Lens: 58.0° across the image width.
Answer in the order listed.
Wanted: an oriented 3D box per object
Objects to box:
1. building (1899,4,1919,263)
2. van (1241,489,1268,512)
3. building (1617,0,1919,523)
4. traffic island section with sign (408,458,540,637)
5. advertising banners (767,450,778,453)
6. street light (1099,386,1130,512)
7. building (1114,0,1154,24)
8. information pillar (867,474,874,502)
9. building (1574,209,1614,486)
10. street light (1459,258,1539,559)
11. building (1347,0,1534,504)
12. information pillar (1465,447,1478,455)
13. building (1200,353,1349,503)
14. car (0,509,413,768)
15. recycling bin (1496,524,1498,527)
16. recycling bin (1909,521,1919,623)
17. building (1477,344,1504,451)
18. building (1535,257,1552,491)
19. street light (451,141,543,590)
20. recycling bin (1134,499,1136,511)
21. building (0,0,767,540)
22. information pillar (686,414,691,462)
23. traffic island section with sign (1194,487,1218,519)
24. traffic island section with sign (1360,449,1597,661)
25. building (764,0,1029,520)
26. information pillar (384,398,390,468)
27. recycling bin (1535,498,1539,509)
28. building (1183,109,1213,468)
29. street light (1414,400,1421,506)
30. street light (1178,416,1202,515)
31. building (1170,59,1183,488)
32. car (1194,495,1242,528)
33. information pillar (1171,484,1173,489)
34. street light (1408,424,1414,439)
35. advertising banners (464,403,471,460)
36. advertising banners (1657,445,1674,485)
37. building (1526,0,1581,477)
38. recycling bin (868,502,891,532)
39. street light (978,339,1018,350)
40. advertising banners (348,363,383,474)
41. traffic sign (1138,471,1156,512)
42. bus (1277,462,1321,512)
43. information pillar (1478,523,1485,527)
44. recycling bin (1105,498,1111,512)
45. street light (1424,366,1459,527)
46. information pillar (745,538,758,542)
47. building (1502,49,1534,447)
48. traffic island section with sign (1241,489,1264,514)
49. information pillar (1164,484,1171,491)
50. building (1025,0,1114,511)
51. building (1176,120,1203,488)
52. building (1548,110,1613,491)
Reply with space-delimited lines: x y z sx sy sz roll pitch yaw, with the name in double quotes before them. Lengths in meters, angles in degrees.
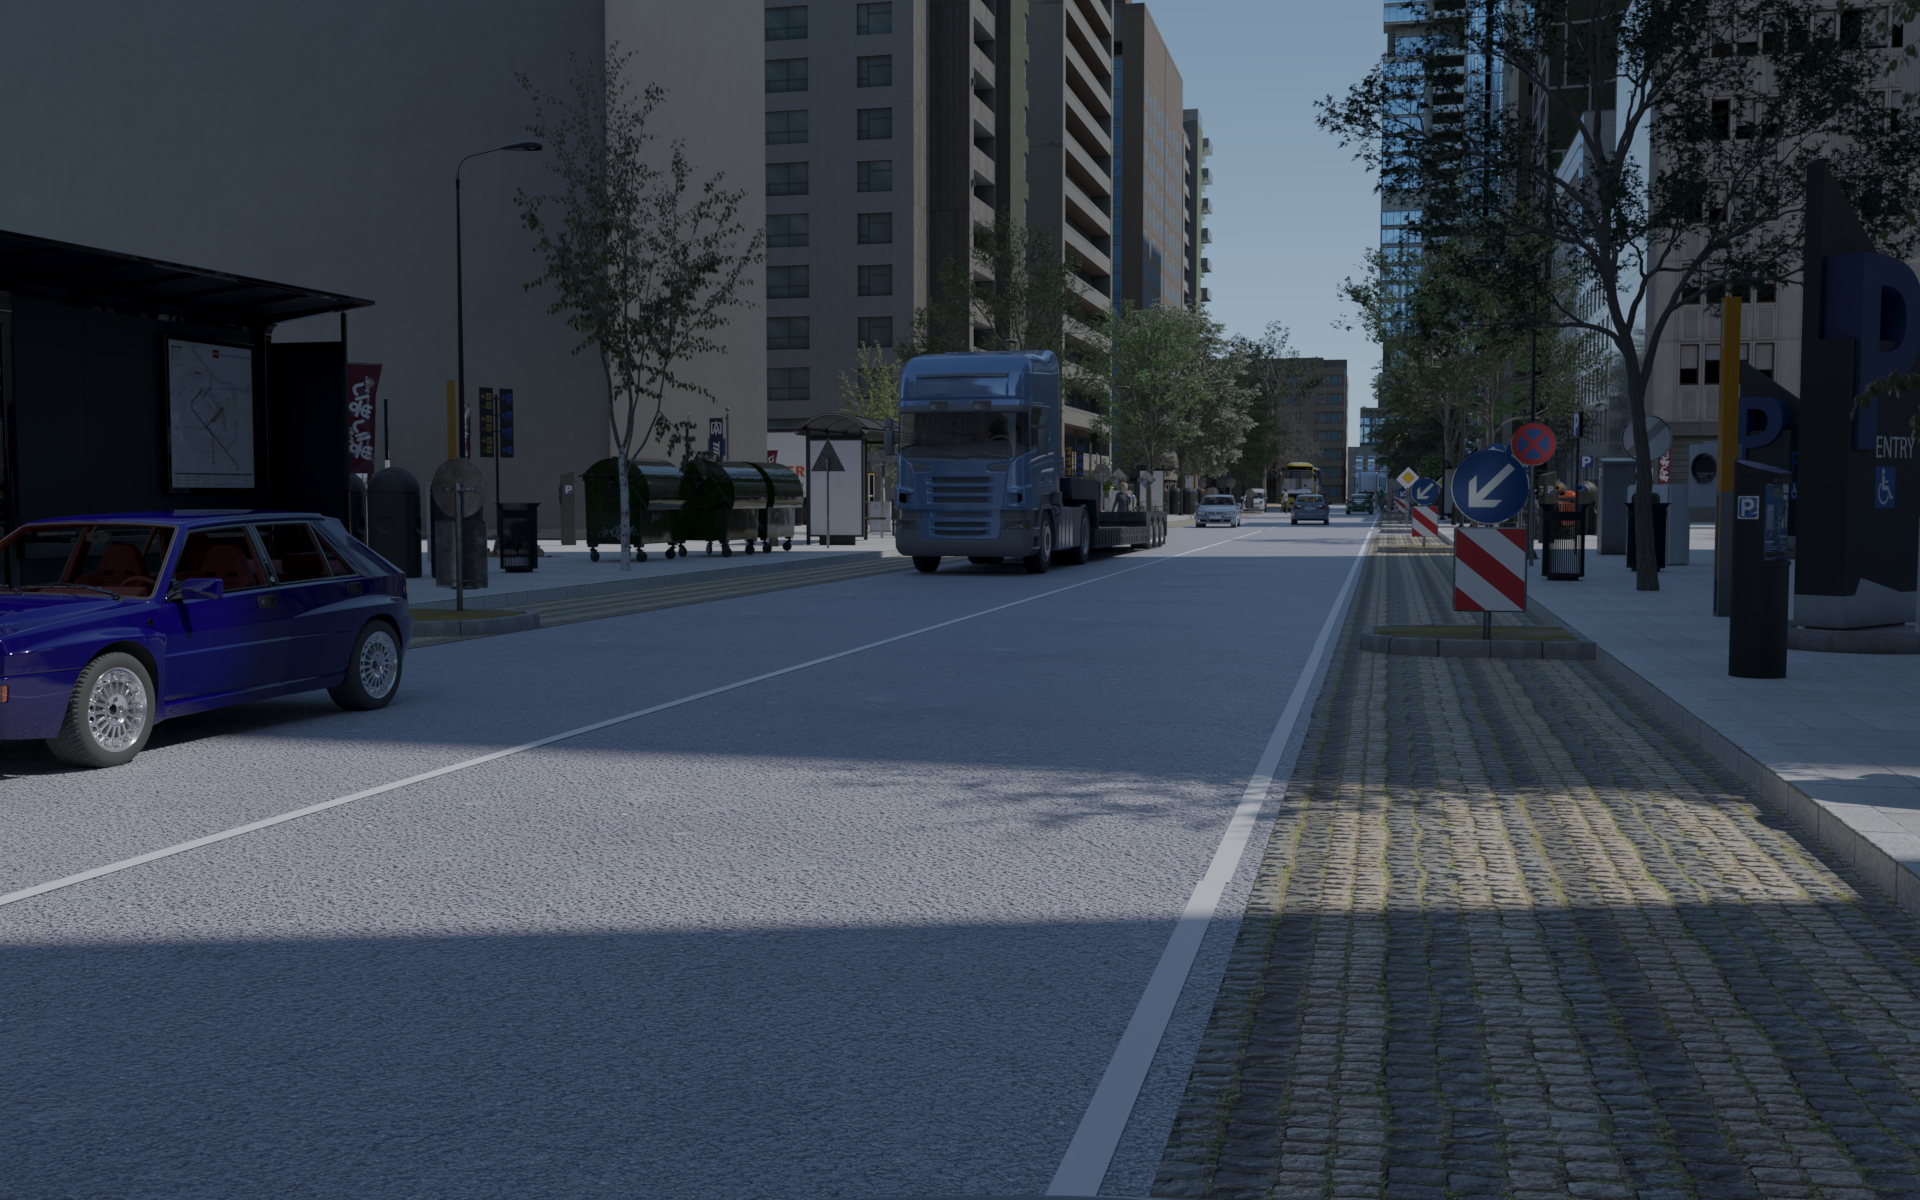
"building" 31.931 -26.580 23.819 28.713 52.752 27.495 1 4 14
"van" 22.769 -7.752 133.763 2.013 2.044 4.112 1 4 14
"building" 41.421 -16.017 79.897 19.932 24.808 12.078 1 4 14
"traffic island section with sign" -5.558 -0.588 18.239 1.989 1.847 2.006 1 4 14
"advertising banners" -8.243 -4.445 68.857 2.074 3.025 0.090 0 4 6
"street light" 6.610 -6.253 74.774 1.470 5.913 1.316 1 4 14
"building" 10.803 -31.066 158.045 14.600 45.320 14.200 1 4 14
"information pillar" -3.298 -3.546 62.469 0.304 2.012 0.304 3 4 38
"building" 41.080 -14.845 97.468 10.420 20.320 16.860 1 4 14
"street light" 10.714 -3.766 34.113 1.470 5.913 1.316 1 4 14
"building" 70.341 -56.713 239.931 31.000 86.520 22.319 1 4 14
"information pillar" 25.396 -5.776 85.784 0.504 3.616 0.183 2 4 26
"building" 41.542 -24.931 252.660 28.899 21.520 27.650 1 4 14
"car" -4.976 0.132 10.427 1.945 1.354 3.894 1 4 13
"recycling bin" 15.925 -2.377 51.416 0.722 1.027 0.722 2 4 35
"recycling bin" 9.302 -0.255 16.725 0.722 1.027 0.722 -1 4 -18
"building" 72.182 -21.165 191.082 27.650 21.520 28.899 1 4 14
"building" 51.100 -18.548 132.940 12.332 23.373 15.834 1 4 14
"street light" -6.159 -3.090 23.058 1.470 5.913 1.316 1 4 14
"recycling bin" 10.289 -5.713 105.964 0.722 1.027 0.722 -3 4 -36
"building" -19.518 -16.102 56.768 24.014 27.812 14.314 1 4 14
"information pillar" -7.894 -3.608 50.348 0.183 3.616 0.504 0 4 -3
"traffic island section with sign" 14.599 -5.580 99.861 1.989 1.847 2.006 1 4 14
"traffic island section with sign" 4.718 -0.447 15.944 1.989 1.847 2.006 1 4 14
"building" -4.641 -19.578 91.807 14.160 30.474 14.107 1 4 14
"information pillar" -14.080 -3.134 42.590 0.183 3.616 0.504 -1 4 -16
"recycling bin" 25.950 -3.997 77.900 0.722 1.027 0.722 0 4 3
"building" 14.431 -35.983 207.935 30.456 49.044 23.786 1 4 14
"street light" 23.181 -6.884 85.086 1.470 5.913 1.316 1 4 14
"street light" 13.798 -8.029 103.820 1.470 5.913 1.316 1 4 14
"building" 14.280 -31.929 172.154 14.600 45.320 14.200 1 4 14
"car" 11.195 -3.851 74.966 2.014 1.417 4.499 1 4 12
"information pillar" 15.729 -7.650 129.574 0.304 2.012 0.304 3 5 43
"street light" 30.554 -8.682 114.487 1.470 5.913 1.316 1 4 14
"advertising banners" -10.005 -2.319 34.111 0.090 3.025 2.074 -3 4 -36
"advertising banners" 24.592 -4.052 62.443 2.074 3.025 0.090 1 4 16
"building" 59.379 -43.641 151.790 20.563 71.187 20.611 1 4 14
"recycling bin" -2.706 -2.798 58.308 0.722 1.027 0.722 0 4 -8
"street light" 1.054 -4.874 52.234 1.470 5.913 1.316 1 4 14
"advertising banners" -8.650 -1.629 22.819 2.074 3.025 0.090 -2 4 -29
"traffic sign" 8.007 -4.328 74.407 0.795 2.450 0.064 1 4 14
"bus" 27.151 -8.950 137.873 2.896 3.916 12.252 1 4 14
"information pillar" 13.989 -2.542 46.046 0.304 2.012 0.304 -3 4 -39
"recycling bin" 10.338 -6.454 118.074 0.722 1.027 0.722 3 5 44
"street light" 17.738 -5.533 63.012 1.470 5.913 1.316 1 4 14
"information pillar" -5.633 -2.577 46.633 0.304 2.012 0.304 1 4 9
"building" 61.407 -31.837 170.645 14.600 45.320 14.200 1 4 14
"traffic island section with sign" 21.290 -7.241 127.014 1.989 1.847 2.006 1 4 14
"information pillar" 14.742 -7.311 124.020 0.304 2.012 0.304 -2 4 -32
"building" -1.140 -30.673 125.212 21.300 48.544 21.600 1 4 14
"building" 18.162 -30.732 186.067 14.154 41.232 14.086 1 4 14
"building" 46.578 -18.192 115.467 12.078 24.808 19.932 1 4 14
